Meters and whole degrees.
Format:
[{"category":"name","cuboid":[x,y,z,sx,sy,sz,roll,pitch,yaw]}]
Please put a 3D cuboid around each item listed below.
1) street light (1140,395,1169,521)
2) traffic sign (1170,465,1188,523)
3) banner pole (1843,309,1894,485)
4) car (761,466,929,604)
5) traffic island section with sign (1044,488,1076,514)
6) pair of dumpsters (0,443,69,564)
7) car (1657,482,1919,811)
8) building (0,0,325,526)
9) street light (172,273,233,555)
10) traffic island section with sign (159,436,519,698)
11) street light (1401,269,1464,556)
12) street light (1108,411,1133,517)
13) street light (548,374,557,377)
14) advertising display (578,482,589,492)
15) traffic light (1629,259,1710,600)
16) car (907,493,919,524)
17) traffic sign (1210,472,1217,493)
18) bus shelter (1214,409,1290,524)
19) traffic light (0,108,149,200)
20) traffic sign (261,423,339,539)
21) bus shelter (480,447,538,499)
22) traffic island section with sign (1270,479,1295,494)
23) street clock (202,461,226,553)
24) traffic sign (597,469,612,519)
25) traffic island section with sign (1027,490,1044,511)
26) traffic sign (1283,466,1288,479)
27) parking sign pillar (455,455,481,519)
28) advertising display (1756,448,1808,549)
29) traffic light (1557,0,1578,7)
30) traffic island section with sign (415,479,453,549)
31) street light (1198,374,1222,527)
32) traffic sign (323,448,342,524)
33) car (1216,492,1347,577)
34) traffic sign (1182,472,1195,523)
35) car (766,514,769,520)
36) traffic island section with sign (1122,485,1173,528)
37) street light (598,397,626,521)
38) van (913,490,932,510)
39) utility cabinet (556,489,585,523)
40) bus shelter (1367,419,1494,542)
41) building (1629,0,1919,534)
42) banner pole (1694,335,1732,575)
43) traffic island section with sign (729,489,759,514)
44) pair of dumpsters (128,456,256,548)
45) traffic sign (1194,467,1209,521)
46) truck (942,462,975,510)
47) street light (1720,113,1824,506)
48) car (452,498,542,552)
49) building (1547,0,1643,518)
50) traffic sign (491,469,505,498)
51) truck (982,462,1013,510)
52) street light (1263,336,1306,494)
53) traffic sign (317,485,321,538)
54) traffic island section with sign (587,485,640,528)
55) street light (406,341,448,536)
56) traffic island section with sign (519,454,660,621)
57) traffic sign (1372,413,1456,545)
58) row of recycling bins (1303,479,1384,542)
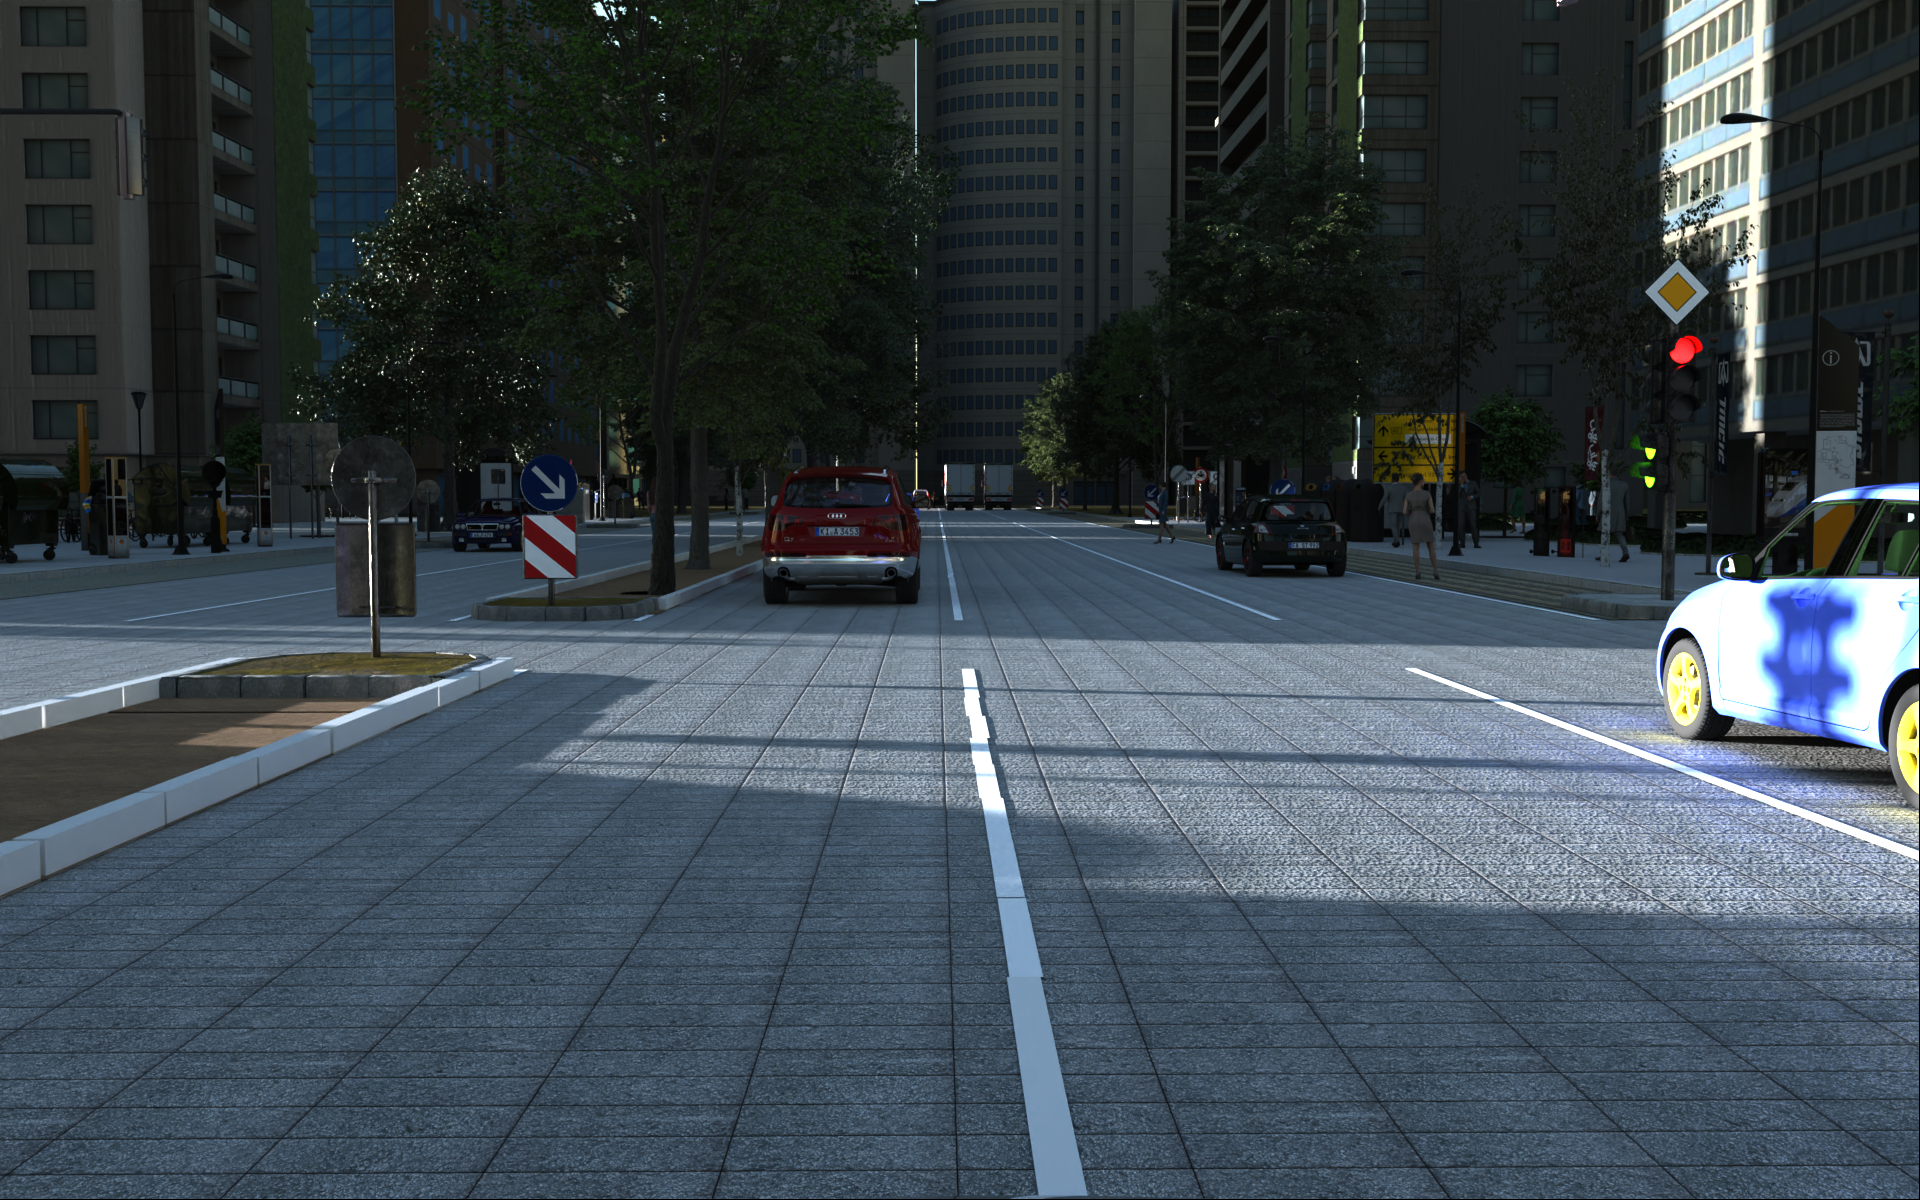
[{"category":"street light","cuboid":[9.130,-6.654,81.337,1.470,5.913,1.316,0,4,-1]},{"category":"traffic sign","cuboid":[9.612,-4.647,76.084,0.768,2.556,0.104,0,4,8]},{"category":"banner pole","cuboid":[12.321,-2.051,23.554,0.863,3.779,0.401,1,4,9]},{"category":"car","cuboid":[-1.570,-0.947,24.151,2.281,1.827,5.304,0,4,-1]},{"category":"traffic island section with sign","cuboid":[7.187,-6.977,122.696,1.989,1.847,2.006,0,4,-1]},{"category":"pair of dumpsters","cuboid":[-17.999,-1.770,31.428,1.574,2.255,4.437,0,4,-1]},{"category":"car","cuboid":[5.096,0.034,9.043,1.945,1.707,3.694,0,4,-2]},{"category":"building","cuboid":[-36.894,-23.852,73.582,14.154,41.232,14.086,0,4,-1]},{"category":"street light","cuboid":[-15.967,-3.914,36.529,1.470,5.913,1.316,0,4,-1]},{"category":"traffic island section with sign","cuboid":[-4.600,-0.299,13.024,2.006,1.907,1.989,0,4,-1]},{"category":"street light","cuboid":[9.797,-3.878,35.945,1.470,5.913,1.316,0,4,-1]},{"category":"street light","cuboid":[8.897,-7.551,95.995,1.470,5.913,1.316,0,4,-1]},{"category":"street light","cuboid":[-16.298,-5.790,67.205,1.470,5.913,1.316,0,4,-1]},{"category":"advertising display","cuboid":[-19.692,-5.192,90.105,0.974,1.923,0.123,2,4,23]},{"category":"traffic light","cuboid":[8.538,-1.952,20.837,0.839,4.253,0.868,0,4,-1]},{"category":"car","cuboid":[-2.820,-4.461,82.524,1.945,1.707,3.694,0,4,0]},{"category":"traffic sign","cuboid":[11.455,-4.597,77.286,0.606,2.300,0.079,0,4,5]},{"category":"bus shelter","cuboid":[11.473,-5.640,69.846,2.179,5.291,8.768,0,4,-1]},{"category":"traffic light","cuboid":[-12.130,-2.808,20.573,4.771,5.953,1.251,0,4,-1]},{"category":"traffic sign","cuboid":[-18.834,-3.400,49.457,2.265,3.308,0.079,0,4,5]},{"category":"bus shelter","cuboid":[-20.087,-5.092,77.184,2.014,3.302,5.546,0,4,-1]},{"category":"traffic island section with sign","cuboid":[8.249,-2.266,45.677,1.989,1.847,2.006,0,4,-1]},{"category":"street clock","cuboid":[-16.216,-2.026,37.693,0.471,2.002,0.358,-2,4,-30]},{"category":"traffic sign","cuboid":[-18.129,-5.392,88.262,0.768,2.556,0.104,0,4,8]},{"category":"traffic island section with sign","cuboid":[6.808,-8.669,150.359,1.989,1.847,2.006,0,4,-1]},{"category":"traffic sign","cuboid":[13.300,-4.423,72.415,0.768,2.556,0.104,0,4,7]},{"category":"parking sign pillar","cuboid":[-19.413,-4.841,67.622,1.447,3.967,1.447,-3,5,-42]},{"category":"advertising display","cuboid":[11.657,-1.176,24.434,0.974,1.923,0.123,-1,4,-20]},{"category":"traffic light","cuboid":[6.557,-2.325,12.683,4.771,5.953,1.251,0,4,-1]},{"category":"traffic island section with sign","cuboid":[-14.288,-2.297,46.179,1.989,1.847,2.006,0,4,-1]},{"category":"street light","cuboid":[9.414,-5.758,66.679,1.470,5.913,1.316,0,4,-1]},{"category":"traffic sign","cuboid":[-17.303,-2.936,48.114,0.768,2.556,0.104,0,4,3]},{"category":"car","cuboid":[5.775,-1.325,31.455,2.009,1.686,4.222,0,4,-2]},{"category":"traffic sign","cuboid":[10.265,-4.637,77.939,0.606,2.300,0.079,0,4,8]},{"category":"car","cuboid":[-2.286,-1.254,29.549,2.155,1.783,4.494,0,4,0]},{"category":"traffic island section with sign","cuboid":[7.878,-3.934,72.943,1.989,1.847,2.006,0,4,-1]},{"category":"street light","cuboid":[-16.593,-6.736,82.676,1.470,5.913,1.316,0,4,-1]},{"category":"van","cuboid":[-3.609,-9.400,160.696,2.013,2.044,4.112,0,4,0]},{"category":"utility cabinet","cuboid":[-16.890,-4.061,75.075,1.173,1.500,0.318,0,4,3]},{"category":"bus shelter","cuboid":[13.125,-3.355,48.783,2.014,3.302,5.546,0,4,-1]},{"category":"building","cuboid":[33.404,-21.618,45.339,23.993,40.220,32.217,0,4,-1]},{"category":"banner pole","cuboid":[11.891,-2.274,27.197,0.401,3.779,0.863,0,4,1]},{"category":"traffic island section with sign","cuboid":[-15.336,-7.009,123.231,1.989,1.847,2.006,0,4,-1]},{"category":"pair of dumpsters","cuboid":[-19.020,-2.484,43.111,1.574,2.255,4.437,0,4,-1]},{"category":"traffic sign","cuboid":[11.311,-4.974,81.425,0.768,2.556,0.104,0,4,6]},{"category":"truck","cuboid":[-0.106,-10.189,155.510,2.839,4.237,11.283,0,4,-2]},{"category":"street light","cuboid":[9.965,-2.981,21.285,1.470,5.913,1.316,0,4,-1]},{"category":"car","cuboid":[-11.799,-1.946,44.405,1.945,1.354,3.894,0,4,-2]},{"category":"building","cuboid":[25.926,-24.781,88.764,14.154,41.232,14.086,0,4,-1]},{"category":"traffic sign","cuboid":[-18.962,-4.222,71.151,0.606,2.300,0.079,1,4,8]},{"category":"truck","cuboid":[3.445,-10.367,158.421,2.839,4.237,11.283,0,4,0]},{"category":"street light","cuboid":[9.606,-4.805,51.098,1.470,5.913,1.316,0,4,-1]},{"category":"traffic sign","cuboid":[-18.655,-3.075,50.382,0.768,2.556,0.104,0,4,1]},{"category":"traffic island section with sign","cuboid":[-14.659,-3.963,73.418,1.989,1.847,2.006,0,4,-1]},{"category":"street light","cuboid":[-16.175,-4.893,52.545,1.470,5.913,1.316,0,4,-1]},{"category":"traffic island section with sign","cuboid":[-4.692,-0.752,20.430,2.006,1.907,1.989,0,4,-1]},{"category":"traffic sign","cuboid":[11.436,-3.026,43.343,2.265,3.308,0.079,0,4,1]},{"category":"row of recycling bins","cuboid":[10.545,-2.481,47.675,1.069,1.692,3.534,-1,4,-17]}]
